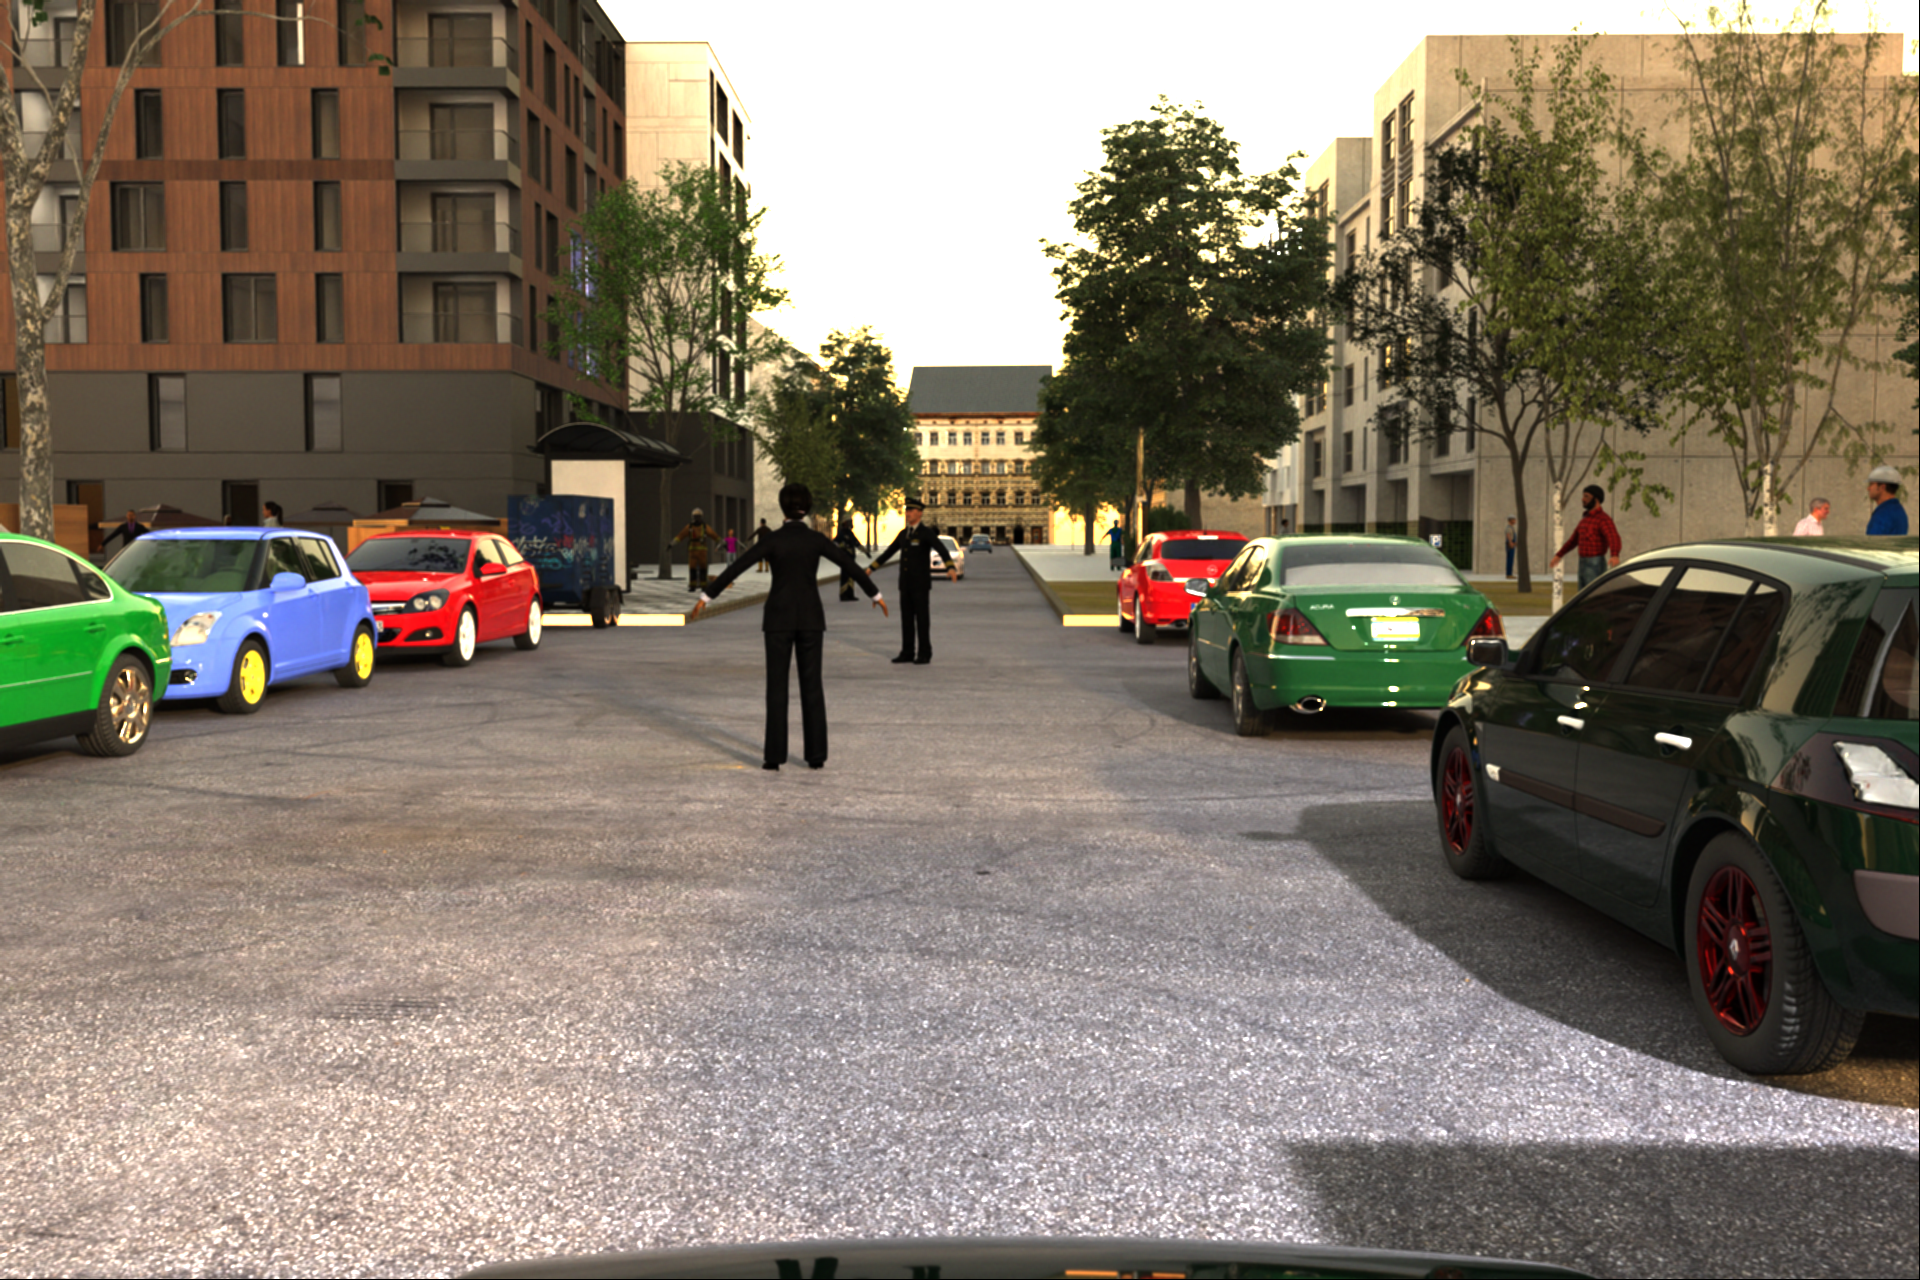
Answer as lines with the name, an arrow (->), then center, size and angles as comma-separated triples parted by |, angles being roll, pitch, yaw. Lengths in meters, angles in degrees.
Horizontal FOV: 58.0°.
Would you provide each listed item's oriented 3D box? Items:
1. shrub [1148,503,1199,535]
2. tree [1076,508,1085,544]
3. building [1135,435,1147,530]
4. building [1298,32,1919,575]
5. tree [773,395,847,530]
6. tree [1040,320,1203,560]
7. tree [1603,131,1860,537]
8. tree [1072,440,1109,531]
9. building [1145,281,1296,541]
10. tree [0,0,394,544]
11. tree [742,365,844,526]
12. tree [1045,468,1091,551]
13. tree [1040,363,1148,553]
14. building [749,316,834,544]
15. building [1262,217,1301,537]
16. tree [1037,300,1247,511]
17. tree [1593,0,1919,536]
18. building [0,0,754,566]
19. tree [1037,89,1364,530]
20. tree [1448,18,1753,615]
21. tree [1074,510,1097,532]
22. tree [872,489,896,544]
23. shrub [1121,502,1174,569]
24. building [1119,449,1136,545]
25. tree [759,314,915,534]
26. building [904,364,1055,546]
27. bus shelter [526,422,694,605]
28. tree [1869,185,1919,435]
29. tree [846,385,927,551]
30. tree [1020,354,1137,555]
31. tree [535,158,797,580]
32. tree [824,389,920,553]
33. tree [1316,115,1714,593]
shrub -> 4.895, -2.196, 40.317 | 1.690, 2.028, 1.600 | 0, 3, 0
tree -> 16.422, -16.743, 224.103 | 4.360, 8.622, 3.978 | 0, 3, 0
building -> 27.186, -20.666, 168.814 | 19.493, 23.208, 18.063 | 0, 4, 1
building -> 24.960, -12.449, 69.994 | 16.747, 18.905, 31.486 | 0, 4, 1
tree -> -7.788, -8.628, 91.432 | 4.737, 8.622, 4.395 | 0, 3, 0
tree -> 7.578, -9.219, 76.490 | 9.928, 11.665, 9.643 | 0, 3, 0
tree -> 13.925, -4.920, 30.805 | 4.737, 8.622, 4.395 | 0, 3, 0
tree -> 9.157, -10.679, 124.961 | 4.737, 8.622, 4.395 | 0, 3, 0
building -> 26.148, -19.493, 149.634 | 19.493, 23.208, 18.063 | 0, 4, 1
tree -> -11.018, -10.076, 20.639 | 12.611, 20.169, 13.585 | 0, 3, 0
tree -> -7.359, -7.701, 76.267 | 4.737, 8.622, 4.395 | 0, 3, 0
tree -> 8.655, -11.128, 132.297 | 4.360, 8.622, 3.978 | 0, 3, 0
tree -> 8.897, -11.974, 113.905 | 7.486, 12.596, 7.792 | 0, 3, 0
building -> -22.081, -20.233, 161.738 | 19.493, 23.208, 18.063 | 0, 4, 2
building -> 23.592, -15.165, 104.376 | 16.016, 20.090, 11.380 | 0, 4, 2
tree -> 6.780, -7.898, 63.538 | 8.767, 10.594, 7.601 | 1, 4, 14
tree -> 9.158, -4.223, 19.406 | 4.360, 8.622, 3.978 | 0, 3, 0
building -> -24.381, -13.835, 70.171 | 27.936, 21.610, 32.646 | 0, 4, 1
tree -> 6.801, -8.770, 50.041 | 9.857, 13.997, 8.962 | 0, 3, 0
tree -> 8.939, -4.581, 25.266 | 4.737, 8.622, 4.395 | 0, 3, 0
tree -> 16.427, -16.349, 217.673 | 4.360, 8.622, 3.978 | 0, 3, 0
tree -> -9.762, -16.441, 219.173 | 4.737, 8.622, 4.395 | 0, 3, 0
shrub -> 4.853, -2.365, 42.703 | 1.661, 2.075, 1.752 | 0, 3, 0
building -> 27.740, -22.123, 192.638 | 19.493, 23.208, 18.063 | 0, 4, 1
tree -> -7.108, -11.967, 102.309 | 9.857, 13.997, 8.962 | 0, 3, 0
building -> 2.922, -23.870, 223.664 | 18.063, 23.208, 19.493 | 0, 4, 5
bus shelter -> -6.716, -2.449, 33.968 | 2.014, 3.302, 5.546 | 0, 4, 2
tree -> 28.979, -8.421, 44.342 | 9.857, 13.997, 8.962 | 0, 3, 0
tree -> -6.009, -12.913, 129.251 | 7.486, 12.596, 7.792 | 0, 3, 0
tree -> 7.325, -11.381, 104.212 | 7.486, 12.596, 7.792 | 0, 3, 0
tree -> -8.140, -7.491, 48.226 | 9.928, 11.665, 9.643 | 0, 3, 0
tree -> -6.439, -11.822, 119.038 | 9.928, 11.665, 9.643 | 0, 3, 0
tree -> 12.408, -6.342, 38.105 | 8.767, 10.594, 7.601 | 0, 4, -5
